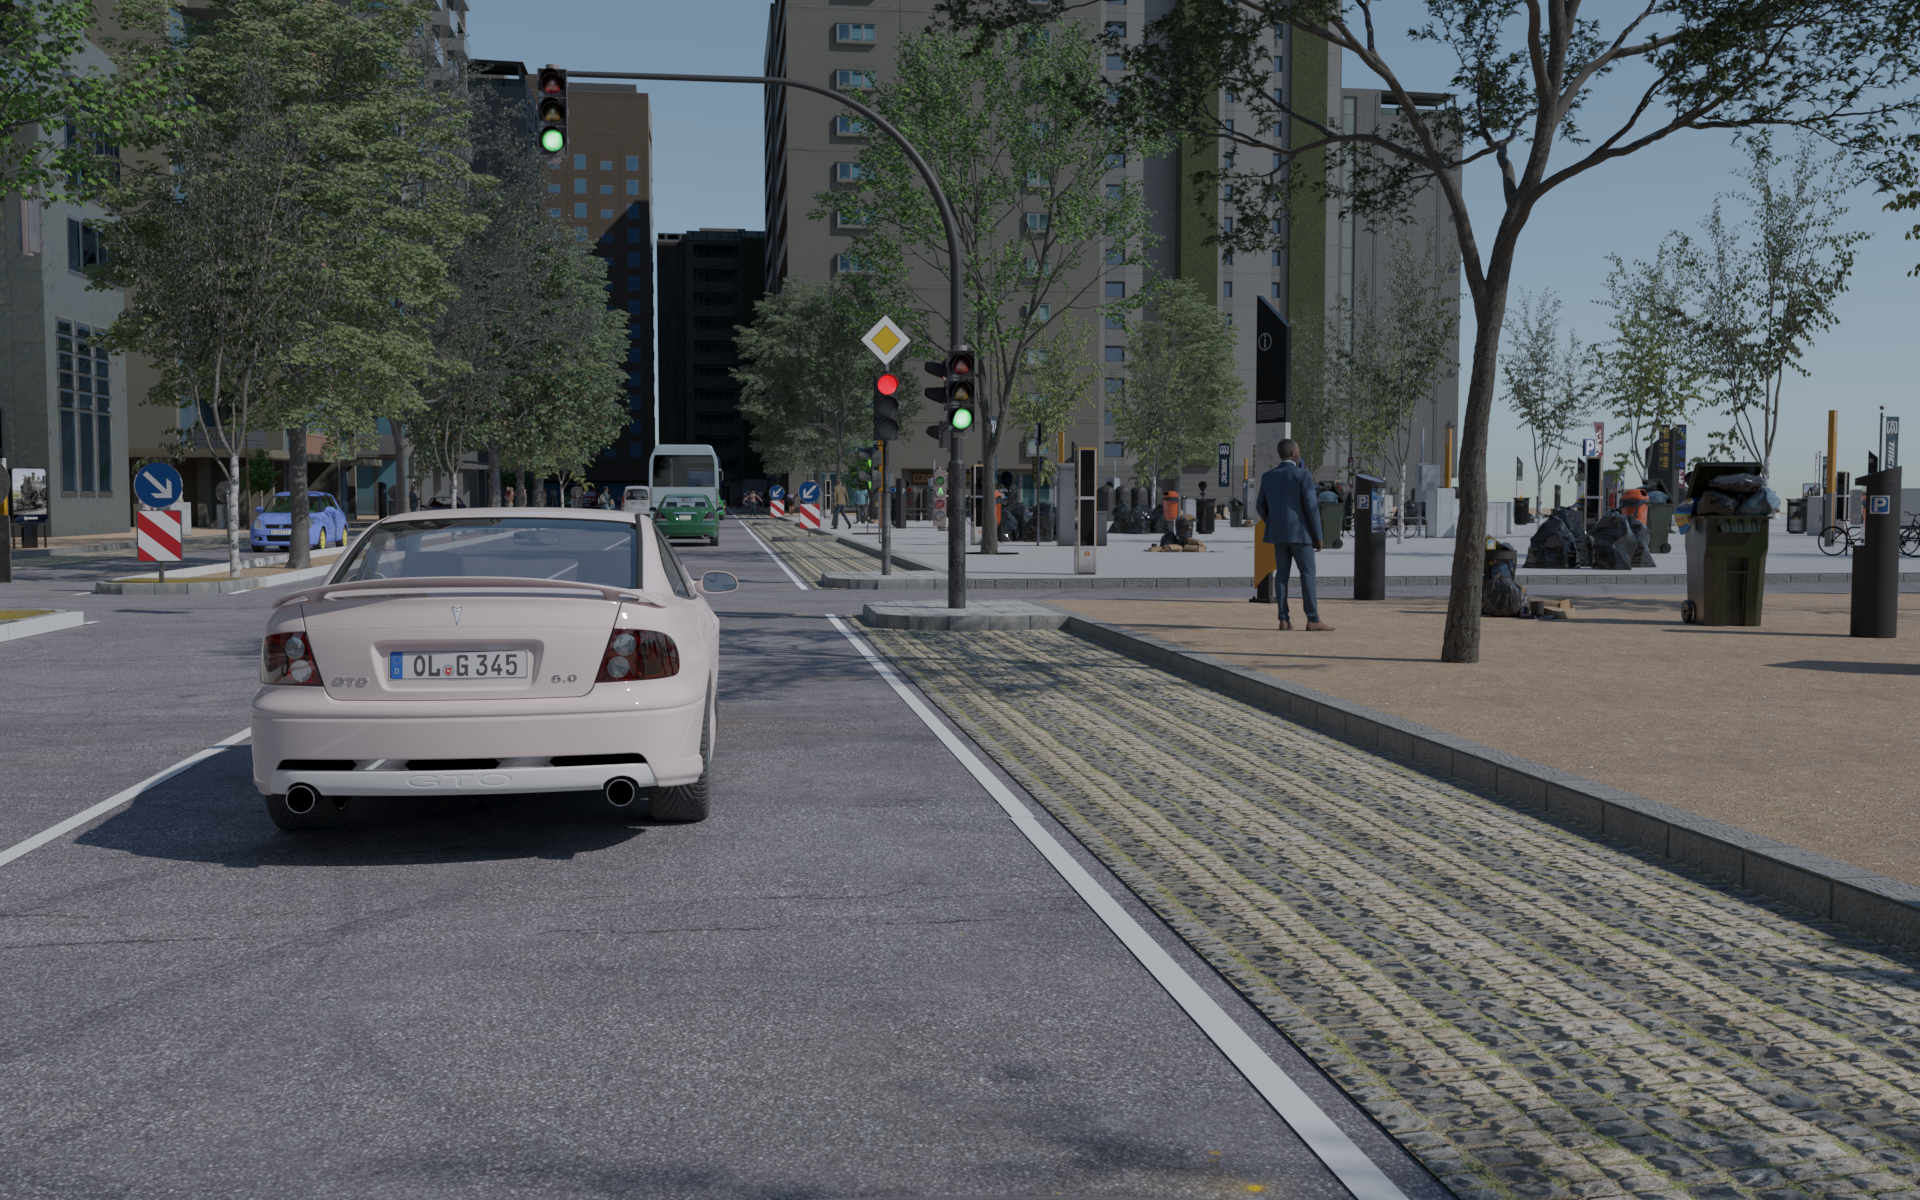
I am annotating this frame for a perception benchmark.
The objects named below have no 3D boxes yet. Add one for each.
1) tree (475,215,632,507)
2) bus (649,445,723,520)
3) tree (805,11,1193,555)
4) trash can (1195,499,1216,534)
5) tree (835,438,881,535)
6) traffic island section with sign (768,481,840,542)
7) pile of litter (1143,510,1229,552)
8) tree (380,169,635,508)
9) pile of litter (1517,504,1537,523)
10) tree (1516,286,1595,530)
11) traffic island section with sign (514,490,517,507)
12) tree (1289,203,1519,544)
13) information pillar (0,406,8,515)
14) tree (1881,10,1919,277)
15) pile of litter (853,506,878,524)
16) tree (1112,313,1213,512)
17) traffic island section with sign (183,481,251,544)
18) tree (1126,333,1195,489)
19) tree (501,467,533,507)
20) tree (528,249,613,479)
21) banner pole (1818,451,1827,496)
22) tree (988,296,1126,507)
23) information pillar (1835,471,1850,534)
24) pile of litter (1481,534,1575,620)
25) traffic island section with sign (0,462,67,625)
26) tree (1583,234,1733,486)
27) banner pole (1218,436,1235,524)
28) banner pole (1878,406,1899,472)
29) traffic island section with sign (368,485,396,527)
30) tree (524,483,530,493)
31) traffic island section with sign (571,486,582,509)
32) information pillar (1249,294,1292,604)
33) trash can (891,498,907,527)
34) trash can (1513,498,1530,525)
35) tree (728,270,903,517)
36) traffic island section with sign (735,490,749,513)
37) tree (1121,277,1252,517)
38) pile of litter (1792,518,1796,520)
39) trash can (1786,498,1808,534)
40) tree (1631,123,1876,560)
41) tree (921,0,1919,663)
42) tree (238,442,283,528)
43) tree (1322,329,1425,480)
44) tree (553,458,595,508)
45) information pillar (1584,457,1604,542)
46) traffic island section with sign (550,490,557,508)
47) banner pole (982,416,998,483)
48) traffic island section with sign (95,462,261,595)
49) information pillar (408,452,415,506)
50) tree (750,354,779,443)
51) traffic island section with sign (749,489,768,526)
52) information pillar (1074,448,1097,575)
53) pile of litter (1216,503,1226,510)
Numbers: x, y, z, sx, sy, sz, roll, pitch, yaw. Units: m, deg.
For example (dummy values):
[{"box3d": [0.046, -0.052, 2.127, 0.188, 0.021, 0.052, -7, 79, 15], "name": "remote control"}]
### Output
[{"box3d": [-19.552, -10.435, 79.732, 9.857, 13.997, 8.962, 0, 3, 0], "name": "tree"}, {"box3d": [-11.222, -4.670, 71.211, 2.948, 3.499, 13.247, 0, 4, -8], "name": "bus"}, {"box3d": [0.761, -6.777, 36.557, 9.928, 11.665, 9.643, 0, 3, 0], "name": "tree"}, {"box3d": [7.860, -2.681, 55.484, 0.748, 1.137, 0.748, 0, 3, 0], "name": "trash can"}, {"box3d": [-2.864, -3.696, 55.031, 1.663, 3.219, 1.824, 0, 3, 0], "name": "tree"}, {"box3d": [-4.698, -2.677, 52.389, 1.989, 1.847, 2.006, 0, 4, -8], "name": "traffic island section with sign"}, {"box3d": [4.960, -1.497, 38.444, 1.719, 0.858, 1.176, 3, 4, 36], "name": "pile of litter"}, {"box3d": [-16.472, -8.656, 60.986, 9.611, 12.733, 9.660, 0, 3, 0], "name": "tree"}, {"box3d": [24.753, -3.842, 76.780, 1.719, 0.858, 1.176, 1, 4, 12], "name": "pile of litter"}, {"box3d": [20.584, -6.759, 60.875, 4.360, 8.622, 3.978, 0, 3, 0], "name": "tree"}, {"box3d": [-32.002, -7.167, 125.808, 1.989, 1.847, 2.006, 0, 4, -8], "name": "traffic island section with sign"}, {"box3d": [11.211, -5.748, 44.348, 4.360, 8.622, 3.978, 0, 3, 0], "name": "tree"}, {"box3d": [-22.234, -2.975, 39.998, 0.504, 3.616, 0.183, 2, 4, 24], "name": "information pillar"}, {"box3d": [12.080, -4.151, 18.229, 4.737, 8.622, 4.395, 0, 3, 0], "name": "tree"}, {"box3d": [-4.102, -3.790, 75.927, 1.176, 0.858, 1.719, 0, 4, -4], "name": "pile of litter"}, {"box3d": [8.125, -7.402, 71.393, 4.360, 8.622, 3.978, 0, 3, 0], "name": "tree"}, {"box3d": [-21.263, -2.535, 50.072, 1.989, 1.847, 2.006, 0, 4, -8], "name": "traffic island section with sign"}, {"box3d": [8.471, -7.801, 77.902, 4.737, 8.622, 4.395, 0, 3, 0], "name": "tree"}, {"box3d": [-39.473, -10.338, 152.734, 4.285, 4.588, 4.351, 0, 3, 0], "name": "tree"}, {"box3d": [-18.196, -9.207, 71.124, 7.486, 12.596, 7.792, 0, 3, 0], "name": "tree"}, {"box3d": [50.238, -6.774, 100.778, 0.863, 3.779, 0.401, 1, 4, 11], "name": "banner pole"}, {"box3d": [3.307, -6.939, 63.819, 4.737, 8.622, 4.395, 0, 3, 0], "name": "tree"}, {"box3d": [28.579, -3.156, 56.086, 0.304, 2.012, 0.304, -3, 4, -38], "name": "information pillar"}, {"box3d": [5.954, -0.278, 18.512, 1.176, 0.858, 1.719, 1, 4, 11], "name": "pile of litter"}, {"box3d": [-10.585, -0.617, 18.232, 2.006, 1.907, 1.989, 0, 4, -8], "name": "traffic island section with sign"}, {"box3d": [19.987, -6.102, 50.129, 4.737, 8.622, 4.395, 0, 3, 0], "name": "tree"}, {"box3d": [11.603, -5.200, 75.038, 0.863, 3.779, 0.401, 0, 4, 8], "name": "banner pole"}, {"box3d": [26.274, -3.615, 49.119, 0.863, 3.779, 0.401, -1, 4, -17], "name": "banner pole"}, {"box3d": [-25.038, -4.167, 76.763, 1.989, 1.847, 2.006, 0, 4, -8], "name": "traffic island section with sign"}, {"box3d": [-40.284, -10.013, 158.316, 1.663, 3.219, 1.824, 0, 3, 0], "name": "tree"}, {"box3d": [-22.178, -5.616, 99.962, 2.006, 1.907, 1.989, 0, 4, -8], "name": "traffic island section with sign"}, {"box3d": [3.646, -1.768, 20.256, 0.183, 3.616, 0.504, -3, 4, -37], "name": "information pillar"}, {"box3d": [-2.409, -3.454, 68.120, 0.748, 1.137, 0.748, 0, 3, 0], "name": "trash can"}, {"box3d": [23.280, -3.680, 71.822, 0.748, 1.137, 0.748, 0, 3, 0], "name": "trash can"}, {"box3d": [-8.137, -11.688, 97.761, 9.857, 13.997, 8.962, 0, 3, 0], "name": "tree"}, {"box3d": [-15.442, -7.310, 128.138, 1.989, 1.847, 2.006, 0, 4, -8], "name": "traffic island section with sign"}, {"box3d": [11.826, -10.588, 91.248, 7.486, 12.596, 7.792, 0, 3, 0], "name": "tree"}, {"box3d": [42.663, -4.482, 87.238, 1.719, 0.858, 1.176, 2, 4, 28], "name": "pile of litter"}, {"box3d": [26.960, -2.698, 55.767, 0.748, 1.137, 0.748, 0, 3, 0], "name": "trash can"}, {"box3d": [15.648, -5.112, 33.949, 4.360, 8.622, 3.978, 0, 3, 0], "name": "tree"}, {"box3d": [3.771, -4.782, 12.593, 8.767, 10.594, 7.601, 0, 4, 6], "name": "tree"}, {"box3d": [-26.330, -4.313, 65.116, 1.663, 3.219, 1.824, 0, 3, 0], "name": "tree"}, {"box3d": [18.347, -7.680, 75.934, 4.737, 8.622, 4.395, 0, 3, 0], "name": "tree"}, {"box3d": [-20.281, -8.281, 88.215, 4.737, 8.622, 4.395, 0, 3, 0], "name": "tree"}, {"box3d": [12.513, -1.818, 34.209, 0.304, 2.012, 0.304, 2, 4, 27], "name": "information pillar"}, {"box3d": [-35.837, -8.823, 152.886, 1.989, 1.847, 2.006, 0, 4, -8], "name": "traffic island section with sign"}, {"box3d": [0.801, -3.592, 48.746, 0.401, 3.779, 0.863, 3, 5, 39], "name": "banner pole"}, {"box3d": [-11.616, -1.066, 25.567, 2.006, 1.907, 1.989, 0, 4, -8], "name": "traffic island section with sign"}, {"box3d": [-29.218, -6.176, 92.329, 0.183, 3.616, 0.504, -3, 5, -45], "name": "information pillar"}, {"box3d": [-4.705, -8.254, 69.373, 7.601, 10.594, 8.767, 0, 4, 7], "name": "tree"}, {"box3d": [-8.486, -4.309, 79.078, 1.989, 1.847, 2.006, 0, 4, -8], "name": "traffic island section with sign"}, {"box3d": [1.995, -1.411, 27.570, 0.304, 2.012, 0.304, -1, 4, -8], "name": "information pillar"}, {"box3d": [12.783, -4.421, 86.254, 1.176, 0.858, 1.719, 0, 4, -8], "name": "pile of litter"}]
